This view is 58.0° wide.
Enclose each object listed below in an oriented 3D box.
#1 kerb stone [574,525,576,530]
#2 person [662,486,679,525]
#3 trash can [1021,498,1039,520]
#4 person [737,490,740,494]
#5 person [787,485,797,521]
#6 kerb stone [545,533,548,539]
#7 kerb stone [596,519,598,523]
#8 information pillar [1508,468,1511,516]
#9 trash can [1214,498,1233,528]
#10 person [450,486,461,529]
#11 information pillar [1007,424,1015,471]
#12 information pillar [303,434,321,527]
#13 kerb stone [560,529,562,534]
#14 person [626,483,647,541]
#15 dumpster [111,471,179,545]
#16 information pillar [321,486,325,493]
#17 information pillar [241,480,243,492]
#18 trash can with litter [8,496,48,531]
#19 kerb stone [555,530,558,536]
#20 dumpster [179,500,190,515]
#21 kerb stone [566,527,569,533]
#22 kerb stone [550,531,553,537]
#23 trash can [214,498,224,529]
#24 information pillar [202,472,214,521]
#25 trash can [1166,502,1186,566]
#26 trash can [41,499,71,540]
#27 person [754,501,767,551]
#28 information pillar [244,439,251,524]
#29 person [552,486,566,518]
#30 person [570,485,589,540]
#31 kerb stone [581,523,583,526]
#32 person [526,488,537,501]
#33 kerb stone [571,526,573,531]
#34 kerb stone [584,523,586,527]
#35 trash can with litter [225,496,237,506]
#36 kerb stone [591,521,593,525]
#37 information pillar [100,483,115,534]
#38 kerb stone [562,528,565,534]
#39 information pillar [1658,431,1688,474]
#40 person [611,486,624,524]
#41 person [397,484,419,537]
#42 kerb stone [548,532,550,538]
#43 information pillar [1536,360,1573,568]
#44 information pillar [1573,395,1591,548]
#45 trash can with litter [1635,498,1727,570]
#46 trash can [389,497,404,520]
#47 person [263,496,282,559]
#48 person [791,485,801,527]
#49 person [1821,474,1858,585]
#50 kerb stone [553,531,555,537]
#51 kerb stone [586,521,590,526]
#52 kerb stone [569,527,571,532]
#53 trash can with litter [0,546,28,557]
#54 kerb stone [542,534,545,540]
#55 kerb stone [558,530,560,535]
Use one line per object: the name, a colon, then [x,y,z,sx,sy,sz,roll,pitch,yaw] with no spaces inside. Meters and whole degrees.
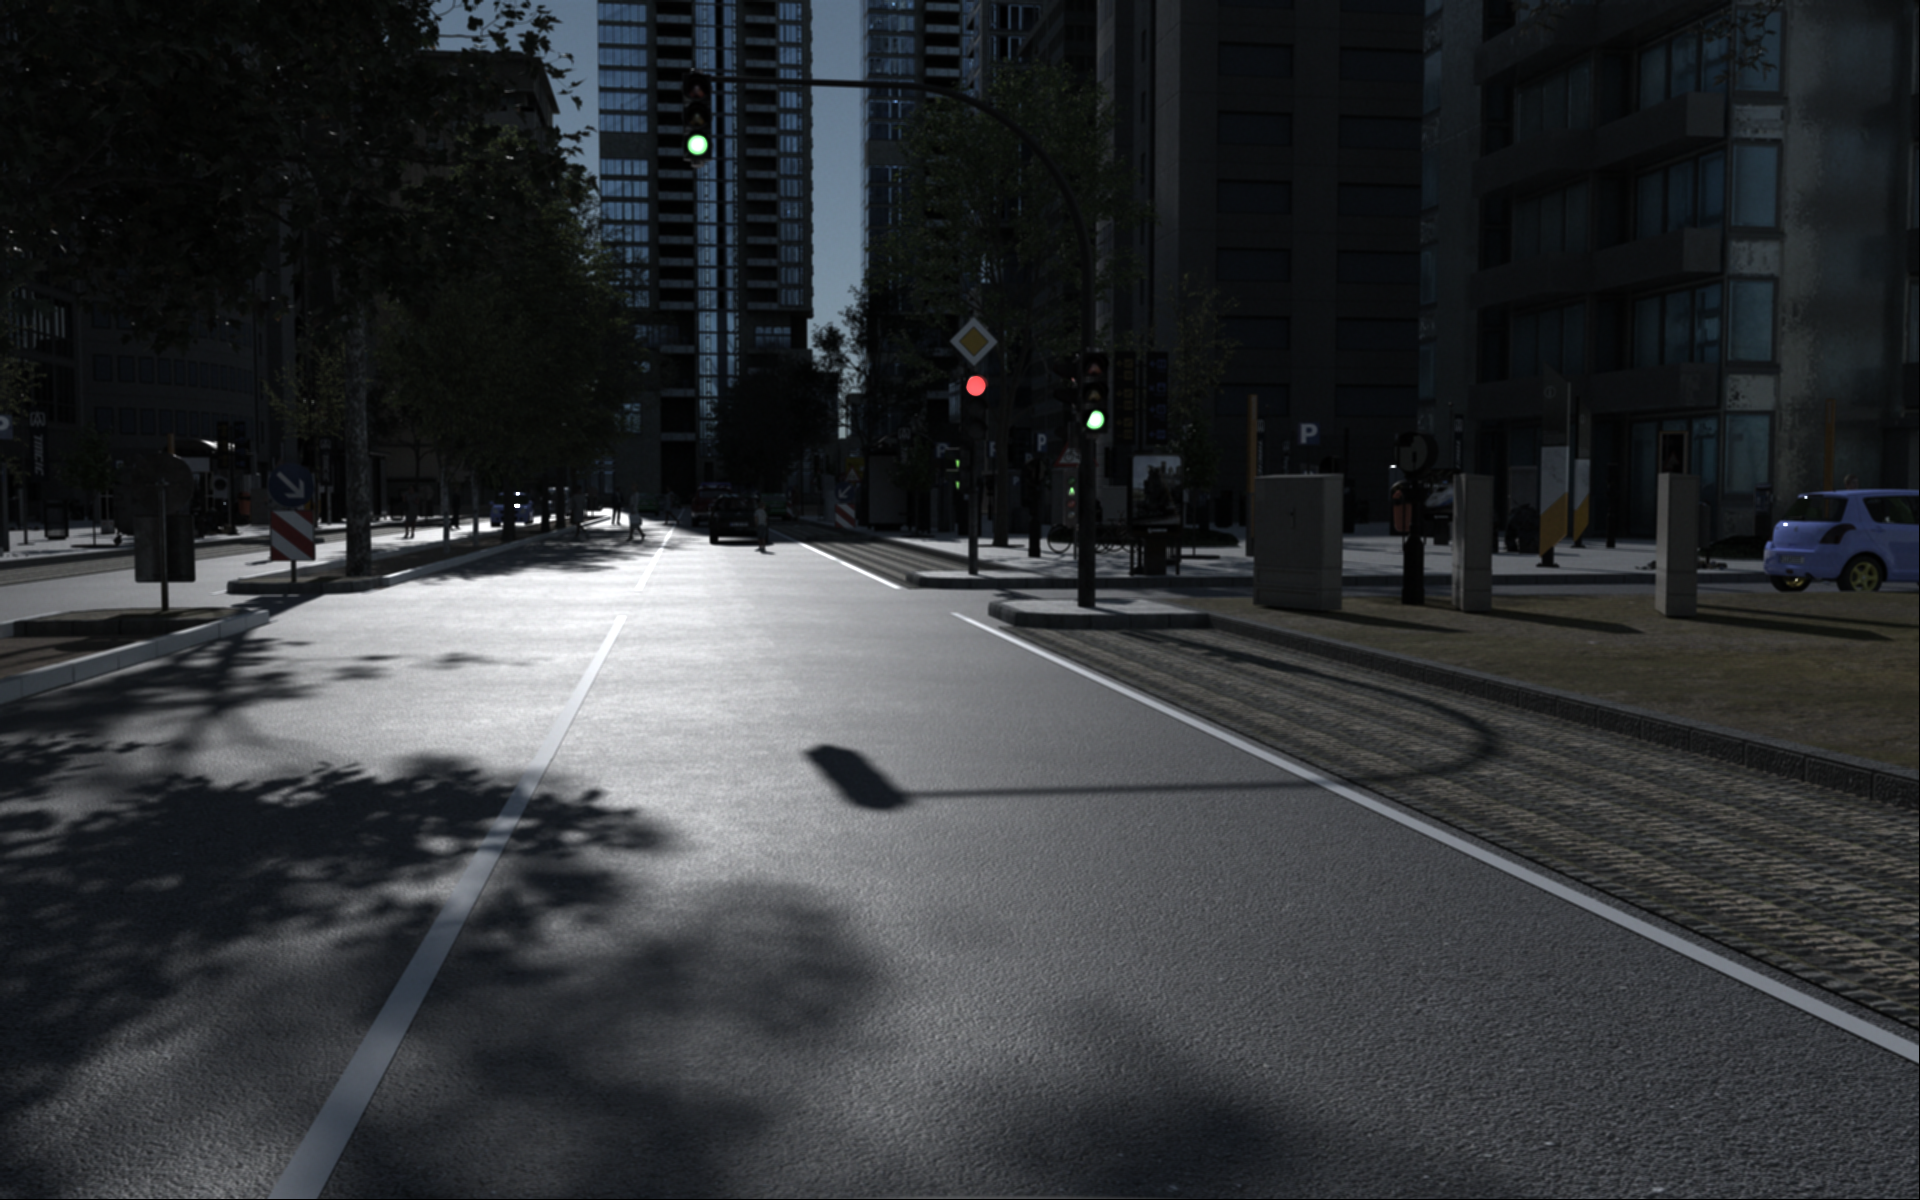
kerb stone: [-15.234,-2.791,67.845,0.120,0.150,1.000,-1,4,-9]
person: [-13.335,-4.345,79.631,0.778,1.811,0.616,-1,4,-20]
trash can: [2.614,-3.226,64.396,0.748,1.137,0.748,0,3,0]
person: [-21.931,-10.008,172.231,0.705,1.812,1.348,3,5,42]
person: [-7.857,-4.492,81.722,0.659,1.850,0.755,-3,4,-37]
kerb stone: [-13.193,-1.983,54.639,0.120,0.150,1.000,-1,4,-9]
kerb stone: [-17.581,-3.723,83.065,0.120,0.150,1.000,-1,4,-9]
information pillar: [15.549,-2.696,48.568,0.304,2.012,0.304,1,4,10]
trash can: [10.006,-3.315,65.859,0.748,1.137,0.748,0,3,0]
person: [-20.535,-3.759,70.383,0.534,1.772,0.576,-2,4,-27]
information pillar: [1.676,-4.094,58.283,0.183,3.616,0.504,-3,5,-42]
information pillar: [-25.277,-4.648,67.352,0.504,3.616,0.183,1,4,13]
kerb stone: [-14.137,-2.357,60.740,0.120,0.150,1.000,-1,4,-9]
person: [-9.933,-2.705,53.076,0.624,1.780,0.694,-1,4,-8]
dumpster: [-20.906,-2.368,44.479,1.264,1.857,1.865,-1,4,-9]
information pillar: [-34.585,-6.257,93.654,0.183,3.616,0.504,2,4,28]
information pillar: [-37.515,-5.278,90.789,0.304,2.012,0.304,-2,4,-24]
trash can with litter: [-33.091,-3.051,60.934,2.233,1.210,1.678,1,4,16]
kerb stone: [-13.823,-2.231,58.707,0.120,0.150,1.000,-1,4,-9]
dumpster: [-24.056,-3.055,52.441,1.502,2.255,1.985,-1,4,-9]
kerb stone: [-14.602,-2.544,63.786,0.120,0.150,1.000,-1,4,-9]
kerb stone: [-13.518,-2.106,56.677,0.120,0.150,1.000,-1,4,-9]
trash can: [-26.113,-2.988,60.506,0.748,1.137,0.748,0,3,0]
information pillar: [-24.708,-3.202,56.851,0.304,2.012,0.304,2,4,26]
trash can: [3.680,-1.194,31.176,0.748,1.137,0.748,0,3,0]
trash can: [-25.471,-2.273,48.811,0.748,1.137,0.748,0,3,0]
person: [-5.000,-1.848,43.395,0.332,1.250,0.352,0,4,7]
information pillar: [-30.210,-5.021,73.443,0.504,3.616,0.183,3,5,42]
person: [-18.358,-4.318,79.206,0.635,1.810,0.391,-3,4,-38]
person: [-11.920,-2.761,54.385,0.760,1.731,0.466,2,4,26]
kerb stone: [-15.861,-3.041,71.912,0.120,0.150,1.000,-1,4,-9]
person: [-30.017,-6.856,120.584,0.705,1.826,1.348,2,4,33]
kerb stone: [-14.915,-2.668,65.811,0.120,0.150,1.000,-1,4,-9]
kerb stone: [-16.175,-3.164,73.935,0.120,0.150,1.000,-1,4,-9]
trash can with litter: [-40.189,-5.110,94.940,0.624,1.170,1.055,3,4,36]
kerb stone: [-16.961,-3.472,79.004,0.120,0.150,1.000,-1,4,-9]
information pillar: [-27.264,-3.112,55.378,0.304,2.012,0.304,1,4,19]
kerb stone: [-14.288,-2.413,61.751,0.120,0.150,1.000,-1,4,-9]
information pillar: [8.349,-0.968,20.321,0.304,2.012,0.304,2,4,25]
person: [-16.255,-4.486,82.025,0.721,1.800,0.419,-2,4,-35]
person: [-18.452,-3.000,57.910,0.716,1.782,0.532,-1,4,-12]
kerb stone: [-13.353,-2.047,55.657,0.120,0.150,1.000,-1,4,-9]
information pillar: [10.378,-2.379,30.251,0.183,3.616,0.504,-3,5,-43]
information pillar: [14.803,-3.050,41.228,0.504,3.616,0.183,-2,4,-35]
trash can with litter: [12.421,-1.155,29.946,2.233,1.210,1.678,-2,4,-28]
trash can: [-27.395,-4.440,84.242,0.748,1.137,0.748,0,3,0]
person: [-15.105,-1.800,38.103,0.511,1.800,0.466,3,5,41]
person: [-7.058,-4.037,74.485,0.573,1.828,0.580,-3,5,-41]
person: [13.896,-1.113,27.365,0.598,1.740,0.731,2,4,23]
kerb stone: [-13.668,-2.171,57.693,0.120,0.150,1.000,-1,4,-9]
kerb stone: [-16.648,-3.350,76.970,0.120,0.150,1.000,-1,4,-9]
kerb stone: [-14.763,-2.606,64.796,0.120,0.150,1.000,-1,4,-9]
trash can with litter: [-20.447,-1.496,35.524,2.233,1.210,1.678,1,4,22]
kerb stone: [-13.038,-1.921,53.629,0.120,0.150,1.000,-1,4,-9]
kerb stone: [-13.983,-2.293,59.719,0.120,0.150,1.000,-1,4,-9]
